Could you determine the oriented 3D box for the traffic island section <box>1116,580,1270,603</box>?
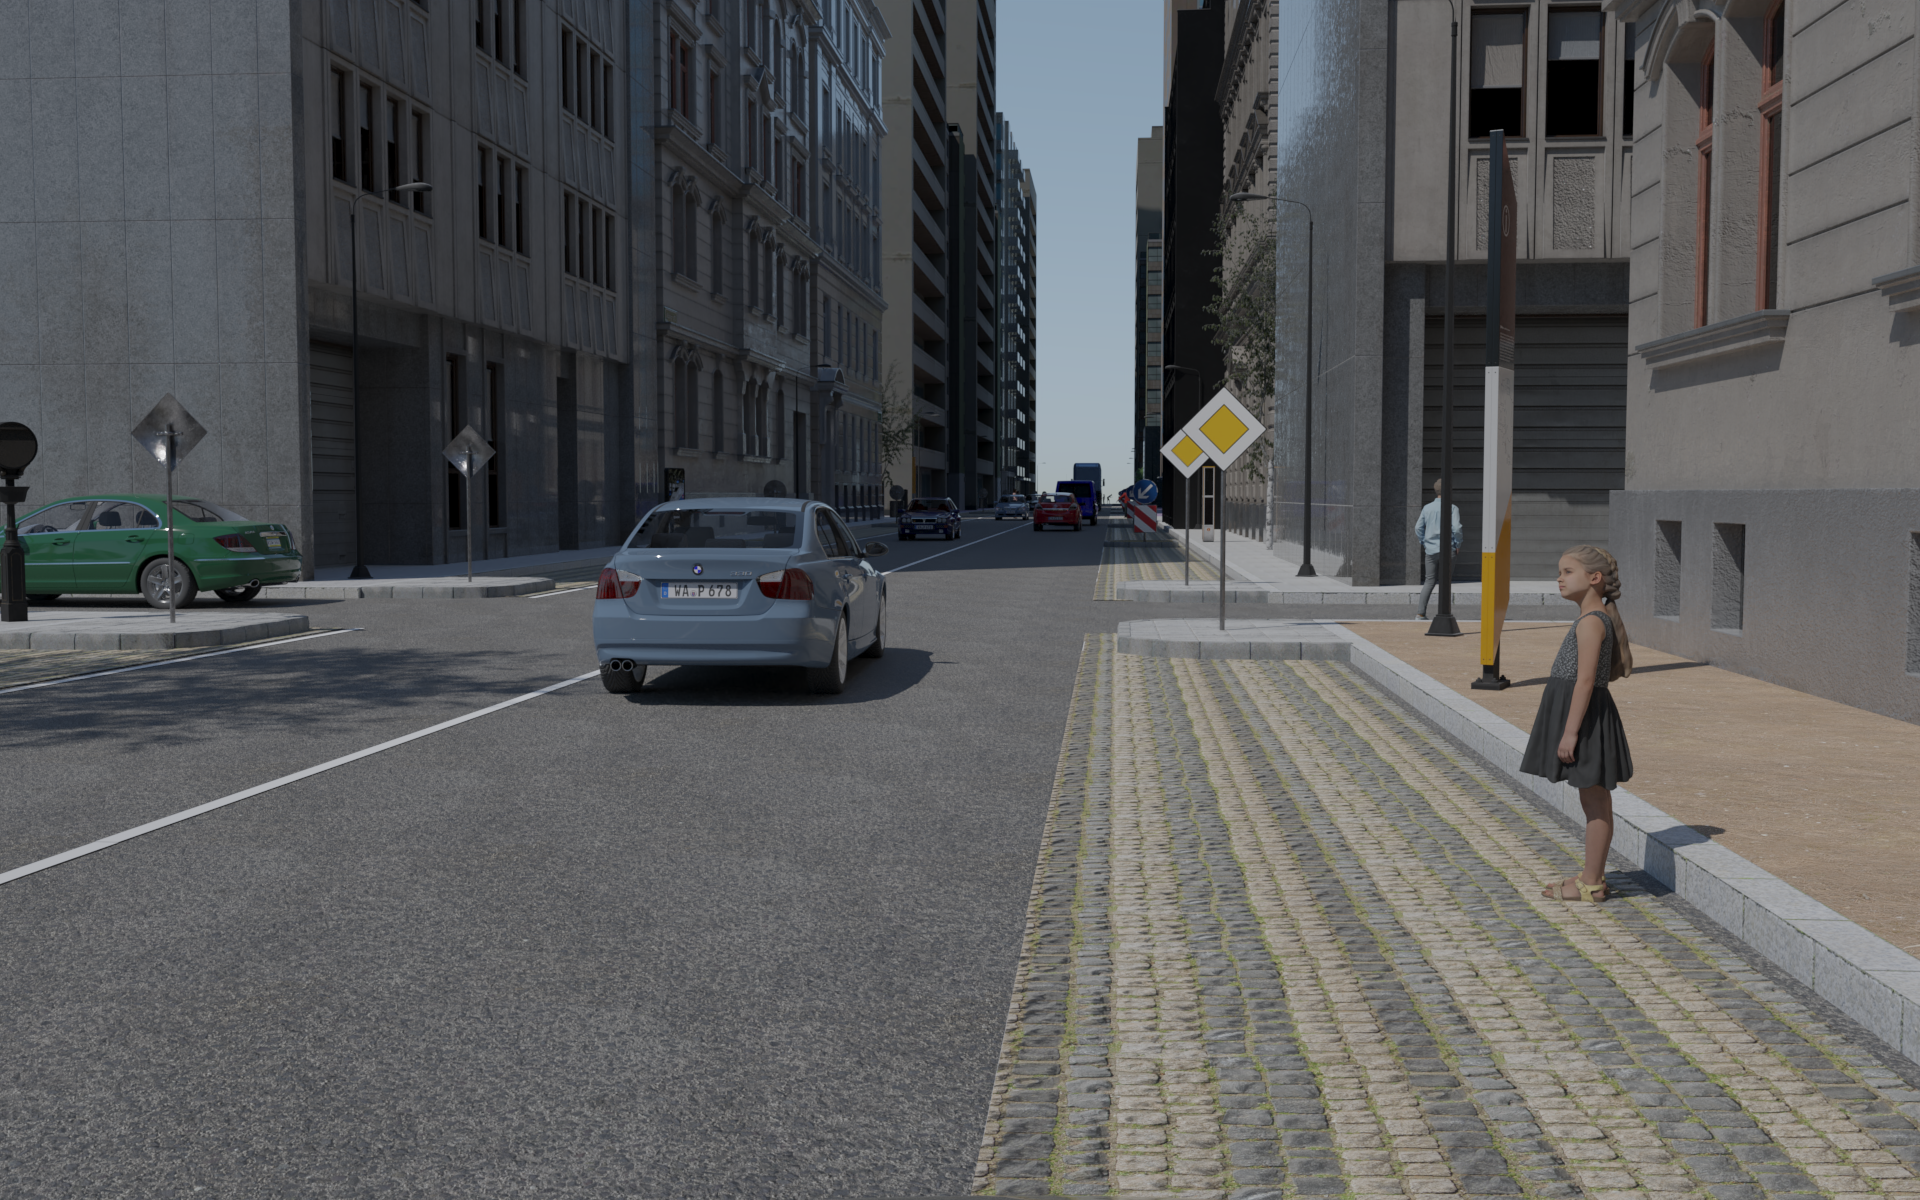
[{"bbox_3d":[3.200,-0.122,24.277,2.009,0.180,2.903,0,4,5],"label":"traffic island section"}]

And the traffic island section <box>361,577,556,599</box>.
[{"bbox_3d":[-7.150,-0.179,25.202,2.009,0.180,2.903,0,4,5],"label":"traffic island section"}]

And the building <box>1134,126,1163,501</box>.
[{"bbox_3d":[33.398,-36.689,223.571,21.300,48.544,21.600,0,4,5],"label":"building"}]

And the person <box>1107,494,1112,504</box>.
[{"bbox_3d":[21.850,-14.742,252.720,0.799,1.438,0.628,-1,4,-11],"label":"person"}]

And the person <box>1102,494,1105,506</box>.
[{"bbox_3d":[17.933,-12.536,216.681,0.599,1.433,0.991,-1,4,-18],"label":"person"}]

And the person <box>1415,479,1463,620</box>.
[{"bbox_3d":[5.270,-0.530,18.972,0.330,1.601,0.589,-2,4,-34],"label":"person"}]

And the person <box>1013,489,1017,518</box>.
[{"bbox_3d":[3.301,-5.658,101.716,0.721,1.736,1.217,0,4,1],"label":"person"}]

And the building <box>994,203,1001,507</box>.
[{"bbox_3d":[-3.537,-24.098,165.695,14.160,30.474,14.107,0,4,5],"label":"building"}]

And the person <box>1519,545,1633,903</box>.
[{"bbox_3d":[2.171,0.433,6.090,0.373,1.253,0.362,2,4,25],"label":"person"}]

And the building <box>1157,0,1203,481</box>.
[{"bbox_3d":[22.839,-29.624,134.466,14.600,45.320,14.200,0,4,5],"label":"building"}]

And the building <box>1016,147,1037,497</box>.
[{"bbox_3d":[-0.297,-38.034,245.559,21.300,48.544,21.600,0,4,5],"label":"building"}]

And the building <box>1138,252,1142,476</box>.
[{"bbox_3d":[28.314,-26.603,206.660,14.160,30.474,14.107,0,4,5],"label":"building"}]

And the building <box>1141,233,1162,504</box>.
[{"bbox_3d":[27.676,-25.717,192.180,14.160,30.474,14.107,0,4,5],"label":"building"}]

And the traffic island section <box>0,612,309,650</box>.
[{"bbox_3d":[-7.860,0.308,17.248,2.009,0.180,2.903,0,4,5],"label":"traffic island section"}]

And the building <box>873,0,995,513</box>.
[{"bbox_3d":[-8.393,-32.019,147.211,21.300,48.544,21.600,0,4,5],"label":"building"}]

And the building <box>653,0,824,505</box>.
[{"bbox_3d":[-12.900,-16.458,56.482,14.401,28.519,23.554,0,4,5],"label":"building"}]

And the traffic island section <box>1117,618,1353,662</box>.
[{"bbox_3d":[2.490,0.364,16.324,2.009,0.180,2.903,0,4,5],"label":"traffic island section"}]

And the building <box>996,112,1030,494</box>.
[{"bbox_3d":[-3.295,-36.705,219.728,23.786,49.044,30.456,0,4,5],"label":"building"}]

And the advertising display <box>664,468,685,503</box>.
[{"bbox_3d":[-7.019,-2.289,42.640,0.123,1.923,0.974,1,4,15],"label":"advertising display"}]

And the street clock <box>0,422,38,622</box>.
[{"bbox_3d":[-9.532,-0.785,17.401,0.358,2.002,0.471,3,5,39],"label":"street clock"}]

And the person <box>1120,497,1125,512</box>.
[{"bbox_3d":[12.524,-7.579,132.373,0.705,1.831,1.348,0,4,-8],"label":"person"}]

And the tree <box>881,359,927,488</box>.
[{"bbox_3d":[-4.108,-8.714,92.842,4.360,8.622,3.978,0,3,0],"label":"tree"}]

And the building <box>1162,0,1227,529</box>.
[{"bbox_3d":[14.600,-14.673,69.578,12.332,23.373,15.834,0,4,5],"label":"building"}]

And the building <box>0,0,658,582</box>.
[{"bbox_3d":[-14.704,-13.269,34.968,12.078,24.808,19.932,0,4,5],"label":"building"}]

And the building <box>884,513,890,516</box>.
[{"bbox_3d":[-12.481,-29.832,111.460,21.300,48.544,21.600,0,4,5],"label":"building"}]

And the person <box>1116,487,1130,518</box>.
[{"bbox_3d":[10.046,-5.841,103.936,1.348,1.831,0.705,0,4,-4],"label":"person"}]

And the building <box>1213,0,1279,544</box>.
[{"bbox_3d":[13.344,-13.632,51.762,11.050,23.489,19.941,0,4,5],"label":"building"}]

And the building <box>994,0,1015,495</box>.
[{"bbox_3d":[-4.268,-46.196,193.552,20.563,71.187,20.611,0,4,5],"label":"building"}]

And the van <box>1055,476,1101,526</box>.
[{"bbox_3d":[5.392,-4.639,80.239,2.240,2.365,5.245,0,4,6],"label":"van"}]

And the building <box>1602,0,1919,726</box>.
[{"bbox_3d":[11.050,-13.199,3.189,14.401,28.519,23.554,0,4,5],"label":"building"}]

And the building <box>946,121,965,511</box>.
[{"bbox_3d":[-7.224,-21.895,129.682,14.160,30.474,14.107,0,4,5],"label":"building"}]

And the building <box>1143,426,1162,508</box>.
[{"bbox_3d":[28.165,-51.542,155.382,22.319,86.520,31.000,0,4,5],"label":"building"}]

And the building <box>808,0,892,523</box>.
[{"bbox_3d":[-10.955,-17.926,79.001,13.634,28.700,20.117,0,4,5],"label":"building"}]

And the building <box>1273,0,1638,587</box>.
[{"bbox_3d":[15.862,-12.863,28.329,19.932,24.808,12.078,0,4,5],"label":"building"}]

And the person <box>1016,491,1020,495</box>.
[{"bbox_3d":[5.195,-8.861,154.063,1.217,1.739,0.721,-2,4,-29],"label":"person"}]
